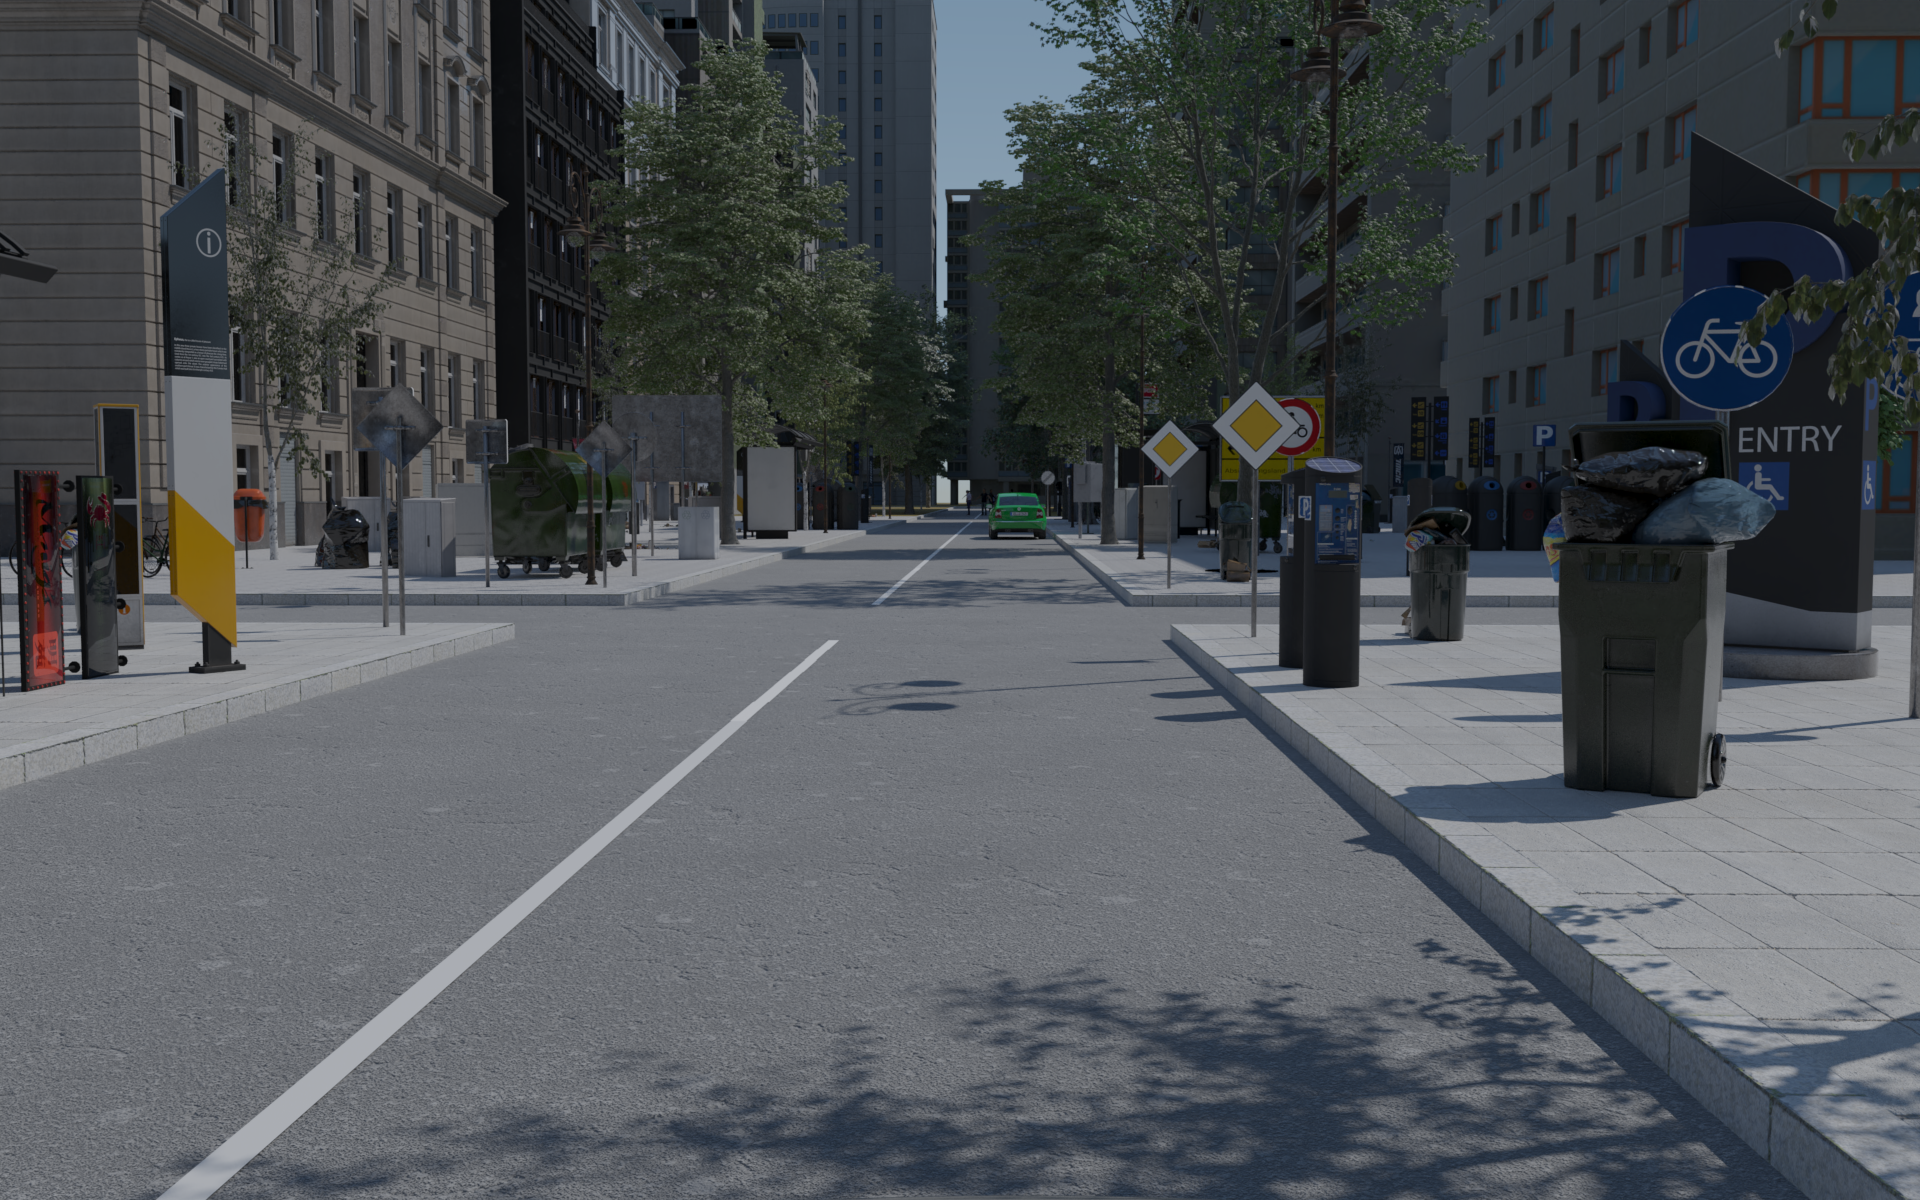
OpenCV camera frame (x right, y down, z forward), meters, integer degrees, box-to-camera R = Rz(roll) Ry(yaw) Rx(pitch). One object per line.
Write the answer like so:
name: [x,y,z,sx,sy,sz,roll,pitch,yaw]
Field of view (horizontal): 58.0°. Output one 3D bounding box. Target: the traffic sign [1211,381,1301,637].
traffic sign: [2.630,-0.723,15.463,0.795,2.450,0.064,0,4,1]

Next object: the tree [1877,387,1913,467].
tree: [13.032,-2.597,26.174,4.285,4.588,4.351,0,3,0]

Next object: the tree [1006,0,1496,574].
tree: [4.610,-6.247,27.893,9.928,11.665,9.643,0,3,0]

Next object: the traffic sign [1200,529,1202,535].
traffic sign: [7.582,-3.328,54.415,0.884,2.594,0.081,0,4,2]

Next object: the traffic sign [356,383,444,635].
traffic sign: [-5.061,-0.736,15.677,0.795,2.450,0.064,0,4,1]

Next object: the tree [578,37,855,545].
tree: [-5.835,-7.652,43.240,7.486,12.596,7.792,0,3,0]

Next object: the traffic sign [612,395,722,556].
traffic sign: [-6.026,-2.555,35.643,2.265,3.308,0.079,0,4,2]

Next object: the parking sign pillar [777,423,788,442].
parking sign pillar: [-6.648,-4.788,66.758,1.447,3.967,1.447,1,4,11]

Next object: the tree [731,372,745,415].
tree: [-11.397,-7.567,74.081,4.360,8.622,3.978,0,3,0]

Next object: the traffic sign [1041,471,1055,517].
traffic sign: [4.857,-5.848,95.721,0.768,2.556,0.104,0,4,8]

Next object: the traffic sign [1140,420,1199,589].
traffic sign: [2.832,-1.211,23.445,0.795,2.450,0.064,0,4,1]

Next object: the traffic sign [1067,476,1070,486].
traffic sign: [6.096,-5.697,95.270,0.606,2.300,0.079,0,4,5]

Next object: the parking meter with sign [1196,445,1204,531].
parking meter with sign: [8.377,-3.979,61.317,0.543,3.016,1.738,0,4,3]

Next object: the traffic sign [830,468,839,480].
traffic sign: [-5.714,-4.679,77.679,0.795,2.450,0.064,0,4,7]

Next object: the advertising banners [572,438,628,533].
advertising banners: [-11.365,-3.579,54.697,0.090,3.025,2.074,3,5,42]

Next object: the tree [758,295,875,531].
tree: [-5.299,-6.726,60.328,4.737,8.622,4.395,0,3,0]

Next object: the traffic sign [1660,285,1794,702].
traffic sign: [4.678,-0.645,10.654,0.768,2.556,0.104,1,4,10]

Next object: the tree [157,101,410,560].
tree: [-13.126,-5.086,33.516,4.360,8.622,3.978,0,3,0]

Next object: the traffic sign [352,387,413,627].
traffic sign: [-5.534,-0.887,16.636,0.606,2.300,0.079,0,4,5]

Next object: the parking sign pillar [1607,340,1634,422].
parking sign pillar: [11.669,-2.520,29.672,1.447,3.967,1.447,-1,4,-20]

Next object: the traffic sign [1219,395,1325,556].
traffic sign: [6.510,-2.568,35.855,2.265,3.308,0.079,0,4,3]

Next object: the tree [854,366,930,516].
tree: [-4.157,-9.099,99.130,4.360,8.622,3.978,0,3,0]

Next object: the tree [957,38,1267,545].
tree: [3.830,-7.655,43.287,7.486,12.596,7.792,0,3,0]

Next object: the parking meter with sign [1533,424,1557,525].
parking meter with sign: [15.009,-2.937,44.279,0.543,3.016,1.738,2,4,25]

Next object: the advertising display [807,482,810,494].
advertising display: [-6.911,-4.462,78.160,0.123,1.923,0.974,-1,4,-13]

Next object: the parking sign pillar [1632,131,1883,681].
parking sign pillar: [5.865,-1.469,12.486,1.447,3.967,1.447,3,5,41]

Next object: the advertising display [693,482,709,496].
advertising display: [-13.908,-5.375,93.090,0.123,1.923,0.974,3,5,43]

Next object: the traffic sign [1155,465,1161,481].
traffic sign: [7.459,-4.093,67.020,0.768,2.556,0.104,1,4,9]

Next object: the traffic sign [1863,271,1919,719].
traffic sign: [5.485,-0.596,9.852,0.768,2.556,0.104,0,4,7]

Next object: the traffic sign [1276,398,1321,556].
traffic sign: [4.402,-1.405,23.072,0.768,2.556,0.104,0,4,5]

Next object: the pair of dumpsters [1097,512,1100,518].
pair of dumpsters: [8.125,-5.633,94.600,1.574,2.255,4.437,0,4,1]

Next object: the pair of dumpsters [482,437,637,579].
pair of dumpsters: [-6.462,-1.571,28.187,1.574,2.255,4.437,0,4,1]

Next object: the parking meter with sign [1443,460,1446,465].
parking meter with sign: [20.631,-4.558,70.791,0.543,3.016,1.738,-3,5,-40]

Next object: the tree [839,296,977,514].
tree: [-3.204,-12.464,110.448,9.857,13.997,8.962,0,3,0]

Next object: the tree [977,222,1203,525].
tree: [5.514,-9.527,72.777,9.611,12.733,9.660,0,3,0]

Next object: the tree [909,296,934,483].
tree: [-4.461,-10.087,83.050,7.486,12.596,7.792,0,3,0]

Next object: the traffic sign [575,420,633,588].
traffic sign: [-4.859,-1.224,23.660,0.795,2.450,0.064,0,4,1]

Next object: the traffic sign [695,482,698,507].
traffic sign: [-5.498,-2.083,36.179,0.606,2.300,0.079,1,4,11]

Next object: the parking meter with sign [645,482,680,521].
parking meter with sign: [-14.222,-5.279,82.566,1.738,3.016,0.543,-3,4,-37]

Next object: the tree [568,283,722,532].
tree: [-10.669,-6.599,58.259,4.360,8.622,3.978,0,3,0]

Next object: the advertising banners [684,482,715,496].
advertising banners: [-13.290,-5.593,87.637,2.074,3.025,0.090,2,4,27]

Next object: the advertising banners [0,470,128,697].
advertising banners: [-6.055,-0.930,11.386,0.090,3.025,2.074,0,4,0]

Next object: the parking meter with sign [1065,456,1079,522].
parking meter with sign: [5.277,-5.118,79.943,0.543,3.016,1.738,1,4,15]

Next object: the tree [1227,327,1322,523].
tree: [13.847,-7.662,75.641,4.737,8.622,4.395,0,3,0]

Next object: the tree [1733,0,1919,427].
tree: [3.417,-3.315,4.557,4.360,8.622,3.978,0,3,0]

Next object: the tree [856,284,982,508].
tree: [-3.825,-18.548,159.145,12.611,20.169,13.585,0,3,0]

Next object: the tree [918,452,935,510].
tree: [-3.288,-11.712,141.857,4.737,8.622,4.395,0,3,0]
